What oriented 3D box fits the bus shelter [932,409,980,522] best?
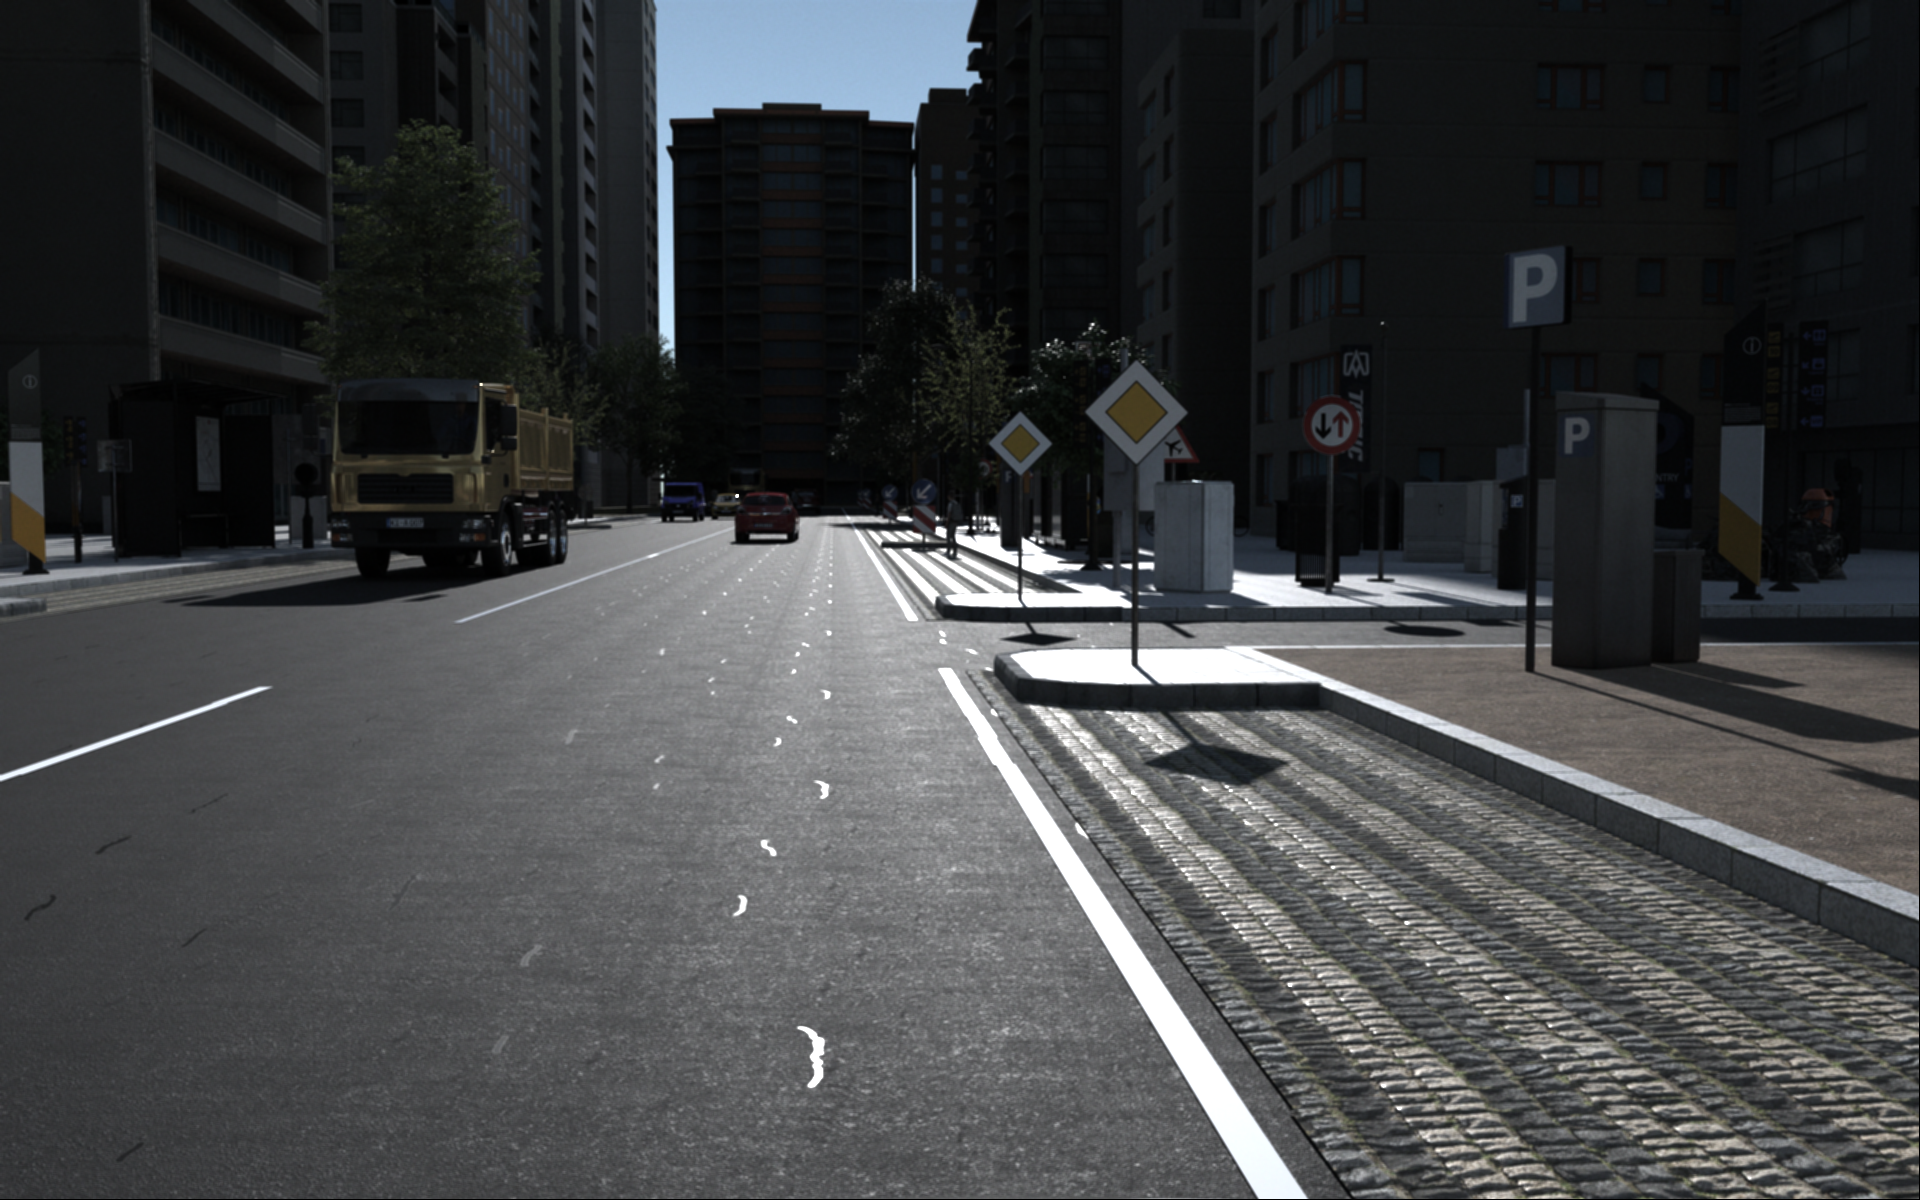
[{"bbox_3d":[-0.090,-6.223,79.374,2.179,5.291,8.768,0,4,-4],"label":"bus shelter"}]

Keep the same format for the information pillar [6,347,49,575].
[{"bbox_3d":[-14.866,-2.216,27.588,0.504,3.616,0.183,-3,5,-45],"label":"information pillar"}]

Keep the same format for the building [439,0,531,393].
[{"bbox_3d":[-36.875,-28.413,114.671,14.600,45.320,14.200,0,4,-4],"label":"building"}]

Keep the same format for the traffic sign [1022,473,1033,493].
[{"bbox_3d":[2.154,-3.557,58.164,0.884,2.594,0.081,0,4,1],"label":"traffic sign"}]

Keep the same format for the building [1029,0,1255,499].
[{"bbox_3d":[11.040,-20.559,107.840,14.160,30.474,14.107,0,4,-4],"label":"building"}]

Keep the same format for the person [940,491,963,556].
[{"bbox_3d":[-0.200,-1.763,39.923,0.523,1.515,0.503,0,4,-2],"label":"person"}]

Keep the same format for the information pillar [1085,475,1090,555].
[{"bbox_3d":[2.737,-2.761,36.504,0.183,3.616,0.504,0,4,7],"label":"information pillar"}]

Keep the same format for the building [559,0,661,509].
[{"bbox_3d":[-48.236,-39.857,193.655,28.212,58.520,21.231,0,4,-4],"label":"building"}]

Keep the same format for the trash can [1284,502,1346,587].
[{"bbox_3d":[4.983,-0.762,24.119,0.748,1.137,0.748,0,3,0],"label":"trash can"}]

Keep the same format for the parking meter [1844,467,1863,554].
[{"bbox_3d":[19.142,-1.921,37.126,0.255,1.863,0.399,3,5,44],"label":"parking meter"}]

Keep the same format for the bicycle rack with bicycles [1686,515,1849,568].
[{"bbox_3d":[14.429,-1.055,30.639,2.925,0.926,2.852,-1,4,-13],"label":"bicycle rack with bicycles"}]

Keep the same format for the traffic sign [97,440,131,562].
[{"bbox_3d":[-15.857,-1.858,32.501,0.606,2.300,0.079,0,4,-2],"label":"traffic sign"}]

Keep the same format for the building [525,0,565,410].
[{"bbox_3d":[-37.646,-27.235,128.893,14.154,41.232,14.086,0,4,-4],"label":"building"}]

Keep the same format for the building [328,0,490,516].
[{"bbox_3d":[-35.769,-20.115,100.588,14.160,30.474,14.107,0,4,-4],"label":"building"}]

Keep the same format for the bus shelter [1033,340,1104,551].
[{"bbox_3d":[2.838,-3.996,42.971,2.179,5.291,8.768,0,4,-4],"label":"bus shelter"}]

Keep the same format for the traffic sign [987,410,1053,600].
[{"bbox_3d":[0.723,-1.055,20.888,0.795,2.450,0.064,0,4,-4],"label":"traffic sign"}]

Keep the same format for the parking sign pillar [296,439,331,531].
[{"bbox_3d":[-22.779,-4.422,60.766,1.447,3.967,1.447,3,4,39],"label":"parking sign pillar"}]

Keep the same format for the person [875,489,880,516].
[{"bbox_3d":[-5.423,-6.305,112.305,0.721,1.735,1.217,0,4,-7],"label":"person"}]

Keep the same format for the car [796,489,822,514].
[{"bbox_3d":[-11.165,-7.172,125.938,2.281,1.827,5.304,0,4,-6],"label":"car"}]

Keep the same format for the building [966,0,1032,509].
[{"bbox_3d":[12.026,-30.282,149.731,22.147,44.769,28.867,0,4,-4],"label":"building"}]

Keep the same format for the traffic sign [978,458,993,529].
[{"bbox_3d":[0.789,-3.766,61.678,0.768,2.556,0.104,0,4,4],"label":"traffic sign"}]

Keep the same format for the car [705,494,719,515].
[{"bbox_3d":[-16.683,-6.752,120.186,2.009,1.686,4.222,0,4,-2],"label":"car"}]

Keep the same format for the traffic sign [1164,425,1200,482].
[{"bbox_3d":[3.629,-1.804,29.500,0.884,2.594,0.081,0,4,5],"label":"traffic sign"}]

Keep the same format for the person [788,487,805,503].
[{"bbox_3d":[-9.984,-5.855,103.863,1.348,1.869,0.705,0,4,-6],"label":"person"}]

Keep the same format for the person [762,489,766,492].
[{"bbox_3d":[-10.883,-5.327,96.527,0.756,1.711,0.436,-1,4,-12],"label":"person"}]

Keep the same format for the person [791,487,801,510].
[{"bbox_3d":[-9.747,-5.762,102.701,0.705,1.826,1.348,1,4,14],"label":"person"}]

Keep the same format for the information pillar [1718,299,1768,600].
[{"bbox_3d":[9.504,-1.814,21.006,0.504,3.616,0.183,3,4,38],"label":"information pillar"}]

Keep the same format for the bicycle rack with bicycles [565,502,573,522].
[{"bbox_3d":[-19.173,-4.080,80.088,2.852,0.926,2.925,-1,4,-18],"label":"bicycle rack with bicycles"}]

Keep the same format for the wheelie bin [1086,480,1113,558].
[{"bbox_3d":[2.929,-1.657,34.995,0.693,1.594,0.980,1,4,9],"label":"wheelie bin"}]

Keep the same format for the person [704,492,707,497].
[{"bbox_3d":[-21.564,-8.290,144.846,0.742,1.727,0.445,-3,4,-37],"label":"person"}]

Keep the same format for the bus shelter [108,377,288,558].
[{"bbox_3d":[-16.468,-2.847,37.824,1.731,3.624,6.357,0,4,-4],"label":"bus shelter"}]

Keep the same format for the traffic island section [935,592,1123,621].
[{"bbox_3d":[0.746,0.080,20.967,2.009,0.180,2.903,0,4,-4],"label":"traffic island section"}]

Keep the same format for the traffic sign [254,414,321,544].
[{"bbox_3d":[-17.474,-3.083,44.284,2.265,3.308,0.079,0,4,2],"label":"traffic sign"}]

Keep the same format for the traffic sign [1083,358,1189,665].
[{"bbox_3d":[1.306,-0.568,12.924,0.795,2.450,0.064,0,4,-4],"label":"traffic sign"}]

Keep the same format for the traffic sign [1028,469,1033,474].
[{"bbox_3d":[2.239,-2.977,48.780,0.768,2.556,0.104,0,4,2],"label":"traffic sign"}]

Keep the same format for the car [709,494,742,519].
[{"bbox_3d":[-13.333,-5.453,99.382,2.015,1.641,3.980,0,4,-5],"label":"car"}]

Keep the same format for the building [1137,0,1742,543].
[{"bbox_3d":[22.374,-13.158,60.172,27.650,21.520,28.899,0,4,-4],"label":"building"}]

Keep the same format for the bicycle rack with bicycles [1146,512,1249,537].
[{"bbox_3d":[7.413,-2.415,52.874,2.925,0.926,2.852,2,4,24],"label":"bicycle rack with bicycles"}]

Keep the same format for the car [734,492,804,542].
[{"bbox_3d":[-5.904,-2.703,53.228,2.155,1.783,4.494,0,4,-3],"label":"car"}]

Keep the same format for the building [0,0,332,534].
[{"bbox_3d":[-37.274,-26.921,63.858,21.300,48.544,21.600,0,4,-4],"label":"building"}]

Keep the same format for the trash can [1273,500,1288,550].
[{"bbox_3d":[7.574,-1.721,39.784,0.748,1.137,0.748,0,3,0],"label":"trash can"}]

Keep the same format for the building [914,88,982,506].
[{"bbox_3d":[2.344,-33.330,195.055,14.200,45.320,14.600,0,4,-4],"label":"building"}]

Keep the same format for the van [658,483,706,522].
[{"bbox_3d":[-14.644,-5.337,91.636,2.240,2.365,5.245,0,4,-3],"label":"van"}]

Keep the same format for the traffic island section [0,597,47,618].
[{"bbox_3d":[-12.012,0.137,20.041,2.009,0.180,2.903,0,4,-4],"label":"traffic island section"}]

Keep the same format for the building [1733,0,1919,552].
[{"bbox_3d":[27.347,-21.650,37.568,14.086,41.232,14.154,0,4,-4],"label":"building"}]

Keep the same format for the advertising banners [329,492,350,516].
[{"bbox_3d":[-23.661,-4.332,67.017,0.090,3.025,2.074,1,4,21],"label":"advertising banners"}]

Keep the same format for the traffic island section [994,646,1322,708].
[{"bbox_3d":[1.329,0.567,13.003,2.009,0.180,2.903,0,4,-4],"label":"traffic island section"}]

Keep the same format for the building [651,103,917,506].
[{"bbox_3d":[-19.623,-33.176,197.053,28.867,44.769,22.147,0,4,-4],"label":"building"}]

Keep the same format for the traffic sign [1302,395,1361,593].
[{"bbox_3d":[4.794,-1.366,22.437,0.768,2.556,0.104,0,4,-4],"label":"traffic sign"}]

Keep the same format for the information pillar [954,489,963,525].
[{"bbox_3d":[-0.050,-4.102,71.567,0.304,2.012,0.304,1,4,19],"label":"information pillar"}]

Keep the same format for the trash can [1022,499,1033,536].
[{"bbox_3d":[2.009,-2.558,53.477,0.748,1.137,0.748,0,3,0],"label":"trash can"}]

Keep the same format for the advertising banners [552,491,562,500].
[{"bbox_3d":[-17.762,-4.921,76.643,0.090,3.025,2.074,0,4,0],"label":"advertising banners"}]

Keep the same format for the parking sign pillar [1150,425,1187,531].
[{"bbox_3d":[7.366,-4.402,60.448,1.447,3.967,1.447,-2,4,-31],"label":"parking sign pillar"}]

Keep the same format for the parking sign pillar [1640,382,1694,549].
[{"bbox_3d":[16.669,-3.218,41.089,1.447,3.967,1.447,-3,5,-40],"label":"parking sign pillar"}]

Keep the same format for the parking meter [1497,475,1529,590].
[{"bbox_3d":[7.428,-0.909,23.270,0.372,1.533,0.369,0,3,0],"label":"parking meter"}]
